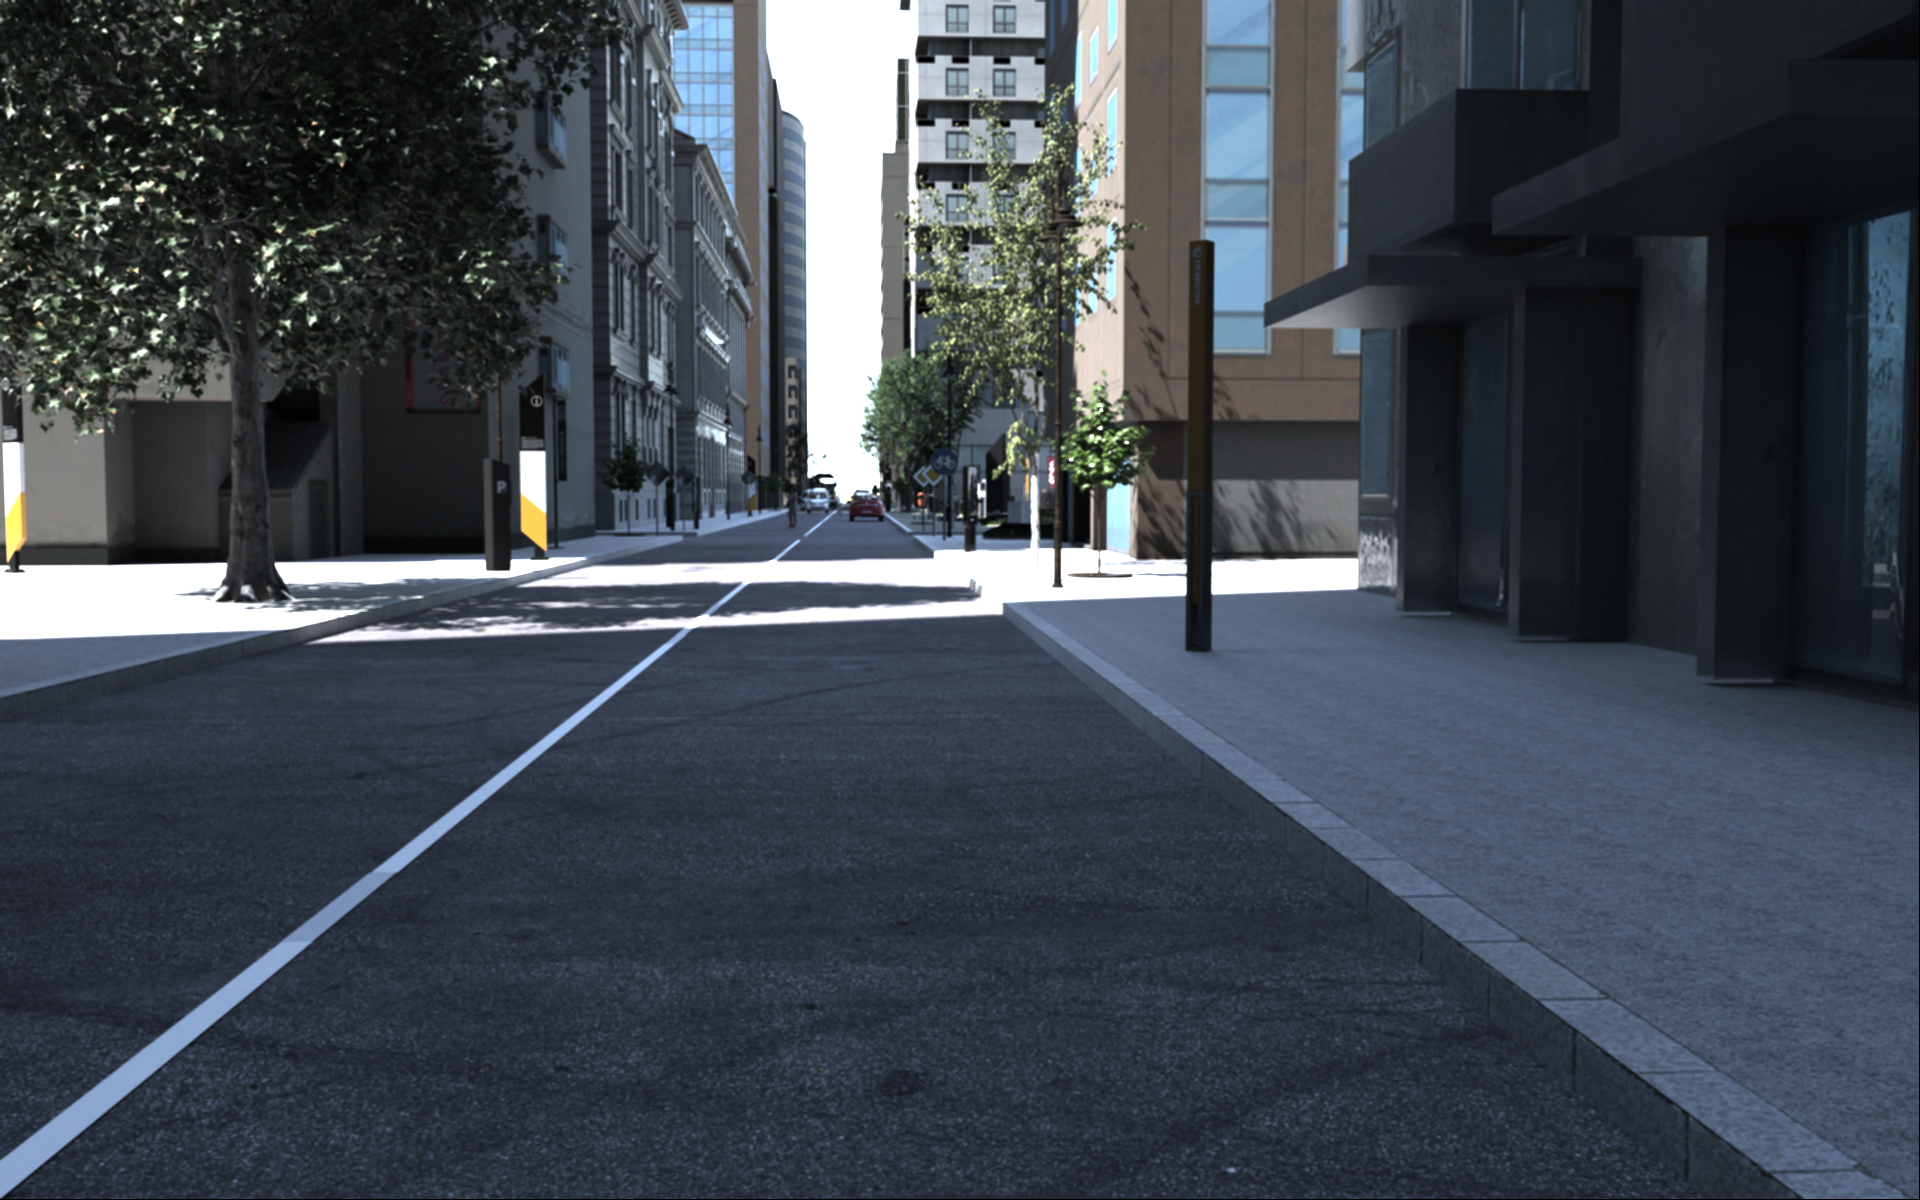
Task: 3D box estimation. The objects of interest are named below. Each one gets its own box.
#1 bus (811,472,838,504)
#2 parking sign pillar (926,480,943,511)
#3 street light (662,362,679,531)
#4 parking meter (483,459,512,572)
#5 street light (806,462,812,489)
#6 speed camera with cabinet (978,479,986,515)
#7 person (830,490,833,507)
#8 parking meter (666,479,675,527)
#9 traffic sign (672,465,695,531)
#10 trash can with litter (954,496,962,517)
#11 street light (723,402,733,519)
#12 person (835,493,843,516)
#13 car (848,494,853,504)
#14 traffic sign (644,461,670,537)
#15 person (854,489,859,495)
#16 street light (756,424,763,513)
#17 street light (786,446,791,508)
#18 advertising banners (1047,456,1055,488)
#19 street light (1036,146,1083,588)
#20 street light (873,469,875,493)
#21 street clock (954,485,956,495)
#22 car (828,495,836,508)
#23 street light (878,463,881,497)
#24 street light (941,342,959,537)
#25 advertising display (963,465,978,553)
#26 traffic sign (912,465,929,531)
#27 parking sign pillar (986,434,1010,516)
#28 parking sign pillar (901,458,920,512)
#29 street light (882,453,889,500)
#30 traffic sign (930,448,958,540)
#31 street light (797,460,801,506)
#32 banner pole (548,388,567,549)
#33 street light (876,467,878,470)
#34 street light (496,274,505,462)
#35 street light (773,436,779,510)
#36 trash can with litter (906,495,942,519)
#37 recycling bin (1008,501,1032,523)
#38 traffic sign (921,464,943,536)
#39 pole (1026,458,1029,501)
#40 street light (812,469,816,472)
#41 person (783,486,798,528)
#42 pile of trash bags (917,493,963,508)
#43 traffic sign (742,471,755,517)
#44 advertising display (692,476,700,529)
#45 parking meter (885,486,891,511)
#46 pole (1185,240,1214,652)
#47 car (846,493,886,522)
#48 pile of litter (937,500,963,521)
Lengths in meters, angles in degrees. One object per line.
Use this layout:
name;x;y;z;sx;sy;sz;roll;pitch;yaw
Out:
bus;-15.655;-12.831;201.332;2.896;3.916;12.252;0;4;-2
parking sign pillar;-1.878;-8.893;133.874;1.447;3.967;1.447;0;4;2
street light;-10.087;-5.370;60.595;0.468;5.910;1.993;0;4;-3
parking meter;-7.692;-1.414;28.832;0.255;1.863;0.399;3;4;39
street light;-19.397;-15.093;219.561;0.468;5.910;1.993;0;4;-3
speed camera with cabinet;1.436;-6.683;103.596;0.660;3.252;2.038;-1;4;-19
person;-14.285;-11.281;192.575;0.705;1.869;1.348;0;4;-5
parking meter;-11.190;-3.744;66.918;0.255;1.863;0.399;1;4;8
traffic sign;-9.551;-3.440;59.880;0.795;2.450;0.064;0;4;-3
trash can with litter;-0.308;-5.329;98.521;0.624;1.170;1.055;1;4;22
street light;-11.691;-7.003;87.289;0.468;5.910;1.993;0;4;-3
person;-7.790;-6.174;112.038;0.523;1.515;0.503;1;4;22
car;-14.442;-14.002;239.157;2.015;1.641;3.980;0;4;-4
traffic sign;-9.077;-2.952;51.909;0.795;2.450;0.064;0;4;-3
person;-7.728;-7.435;129.917;0.638;1.841;0.748;-2;4;-24
street light;-13.229;-8.656;114.315;0.468;5.910;1.993;0;4;-3
street light;-16.188;-11.693;163.963;0.468;5.910;1.993;0;4;-3
advertising banners;4.769;-5.112;79.767;0.090;3.025;2.074;-3;5;-44
street light;1.336;-3.103;23.524;0.468;5.910;1.993;0;4;-3
street light;-11.535;-16.401;240.938;0.468;5.910;1.993;0;4;-3
street clock;-0.469;-7.816;132.364;0.358;2.002;0.471;0;4;-6
car;-13.730;-10.221;179.685;1.945;1.354;3.894;0;4;-4
street light;-8.230;-12.963;184.731;0.468;5.910;1.993;0;4;-3
street light;-0.318;-4.823;51.640;0.468;5.910;1.993;0;4;-3
advertising display;0.227;-2.023;38.296;0.123;1.923;0.974;1;4;13
traffic sign;-1.270;-3.468;60.350;0.795;2.450;0.064;0;4;-3
parking sign pillar;1.706;-5.463;77.786;1.447;3.967;1.447;-2;4;-35
parking sign pillar;-3.641;-8.495;127.361;1.447;3.967;1.447;0;4;6
street light;-6.645;-11.316;157.806;0.468;5.910;1.993;0;4;-3
traffic sign;-0.438;-2.933;48.056;0.768;2.556;0.104;0;3;0
street light;-17.711;-13.328;190.695;0.468;5.910;1.993;0;4;-3
banner pole;-9.403;-3.097;40.660;0.401;3.779;0.863;-3;4;-37
street light;-9.853;-14.596;211.424;0.468;5.910;1.993;0;4;-3
street light;-8.203;-3.549;30.815;0.468;5.910;1.993;0;4;-3
street light;-14.593;-10.060;137.269;0.468;5.910;1.993;0;4;-3
trash can with litter;-1.717;-4.792;89.406;2.233;1.210;1.678;-1;4;-9
recycling bin;2.168;-2.968;61.088;0.722;1.027;0.722;-3;4;-36
traffic sign;-0.796;-2.981;52.379;0.795;2.450;0.064;0;4;-3
pole;3.863;-6.435;99.057;0.158;3.312;0.155;0;3;0
street light;-21.080;-16.726;246.250;0.468;5.910;1.993;0;4;-3
person;-7.236;-3.972;73.803;0.532;1.782;0.716;-2;4;-33
pile of trash bags;-1.119;-6.304;112.820;3.447;1.369;1.912;1;4;11
traffic sign;-11.869;-5.938;97.190;0.768;2.556;0.104;0;4;0
advertising display;-9.695;-3.571;63.595;0.123;1.923;0.974;-1;4;-17
parking meter;-5.345;-7.518;128.623;0.399;1.863;0.255;0;4;2
pole;1.950;-1.237;14.063;0.158;3.312;0.155;0;3;0
car;-4.972;-5.067;91.887;2.155;1.783;4.494;0;4;-4
pile of litter;-0.484;-4.174;82.206;1.176;0.858;1.719;-3;4;-37
